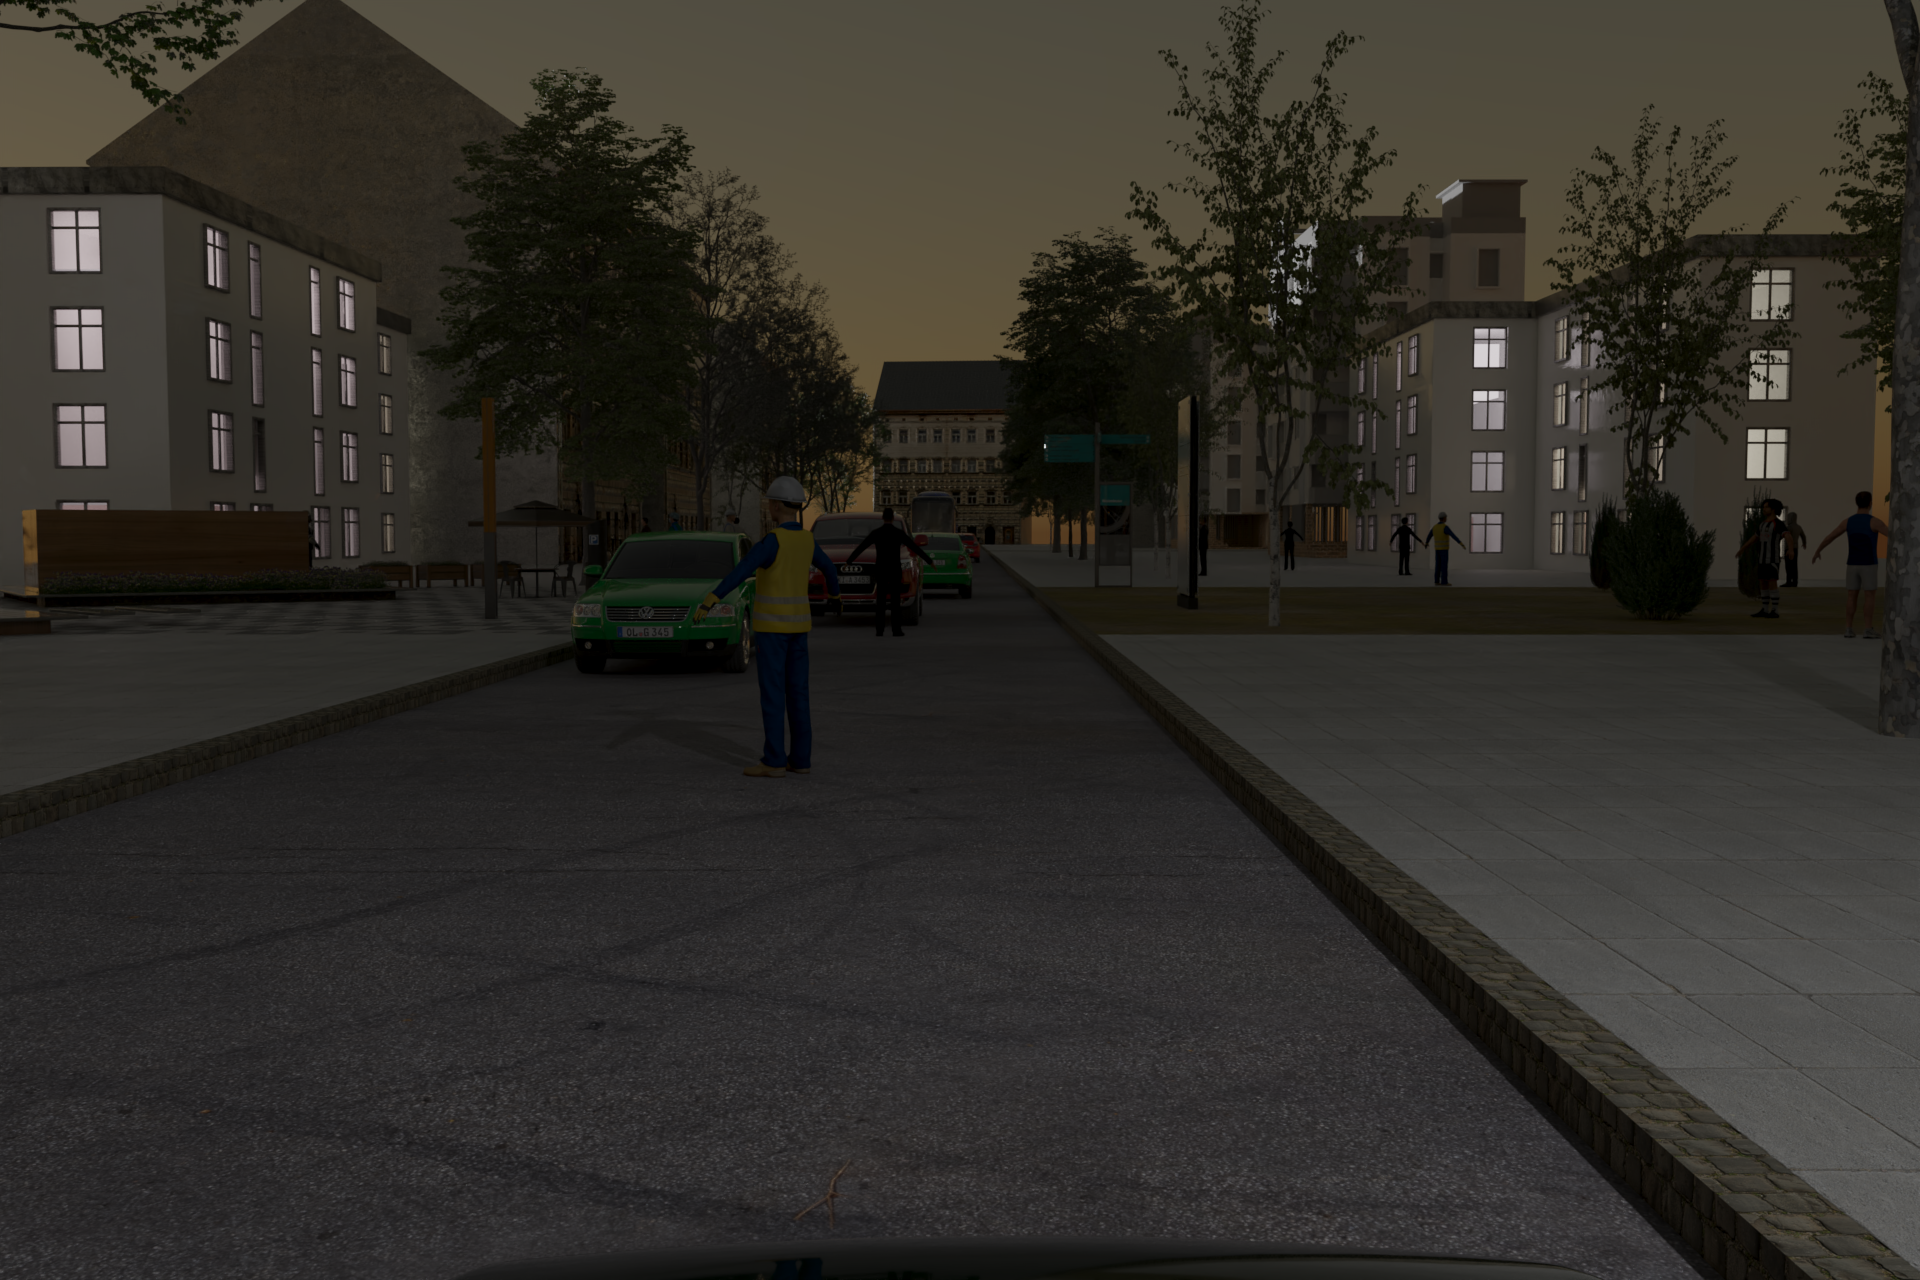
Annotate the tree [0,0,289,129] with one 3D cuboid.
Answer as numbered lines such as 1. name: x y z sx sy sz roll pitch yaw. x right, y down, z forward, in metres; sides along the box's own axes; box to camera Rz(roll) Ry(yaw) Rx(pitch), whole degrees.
1. tree: -9.022 -5.345 13.142 9.928 11.665 9.643 0 3 0

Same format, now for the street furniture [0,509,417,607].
1. street furniture: -14.343 -1.649 33.813 11.010 1.723 9.812 -2 4 -35

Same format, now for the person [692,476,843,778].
1. person: -1.108 -0.086 10.333 0.721 1.772 1.216 3 4 38

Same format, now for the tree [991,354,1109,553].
1. tree: 6.558 -12.949 118.369 9.857 13.997 8.962 0 3 0

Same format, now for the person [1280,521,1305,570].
1. person: 11.609 -3.330 61.164 1.216 1.740 0.721 0 4 -8

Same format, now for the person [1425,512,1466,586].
1. person: 11.970 -2.261 42.933 0.705 1.833 1.349 -2 4 -29

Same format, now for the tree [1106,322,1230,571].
1. tree: 7.015 -6.717 60.191 4.737 8.622 4.395 0 3 0

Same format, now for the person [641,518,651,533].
1. person: -10.131 -3.026 55.608 0.704 1.812 1.346 1 4 12

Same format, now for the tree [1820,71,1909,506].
1. tree: 14.682 -4.608 25.704 4.737 8.622 4.395 0 3 0

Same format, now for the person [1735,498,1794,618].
1. person: 12.362 -1.245 26.495 0.704 1.843 1.345 -1 4 -10

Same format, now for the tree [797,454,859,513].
1. tree: -16.640 -17.976 219.663 9.928 11.665 9.643 0 3 0

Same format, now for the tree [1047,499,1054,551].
1. tree: 6.546 -10.922 128.933 4.360 8.622 3.978 0 3 0

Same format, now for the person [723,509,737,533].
1. person: -5.169 -2.037 39.161 0.705 1.847 1.347 -1 4 -14

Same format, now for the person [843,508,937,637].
1. person: -0.997 -0.955 24.298 1.346 1.802 0.704 1 4 9

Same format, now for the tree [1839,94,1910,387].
1. tree: 21.481 -7.137 34.811 7.486 12.596 7.792 0 3 0

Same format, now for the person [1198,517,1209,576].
1. person: 7.441 -2.871 53.166 0.704 1.802 1.346 1 4 18

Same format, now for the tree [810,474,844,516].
1. tree: -15.777 -16.044 212.689 4.360 8.622 3.978 0 3 0

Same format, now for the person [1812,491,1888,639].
1. person: 11.126 -0.927 21.330 0.704 1.807 1.345 -3 4 -37

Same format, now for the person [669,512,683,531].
1. person: -7.054 -2.232 42.623 0.704 1.817 1.347 1 4 15

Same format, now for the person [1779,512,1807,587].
1. person: 20.074 -2.186 41.870 1.348 1.813 0.705 -2 4 -29

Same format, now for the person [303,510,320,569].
1. person: -15.678 -2.190 41.591 0.705 1.856 1.354 -3 4 -37

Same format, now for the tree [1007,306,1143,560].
1. tree: 6.098 -10.267 85.984 7.486 12.596 7.792 0 3 0

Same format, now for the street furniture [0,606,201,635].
1. street furniture: -17.021 -0.961 22.568 9.812 1.723 11.010 3 5 43

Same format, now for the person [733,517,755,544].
1. person: -6.859 -2.863 52.998 1.347 1.806 0.705 -2 4 -29

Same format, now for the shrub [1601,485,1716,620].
1. shrub: 10.477 -1.320 25.994 1.690 2.028 1.600 0 3 0

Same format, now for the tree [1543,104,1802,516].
1. tree: 12.356 -4.912 30.670 4.737 8.622 4.395 0 3 0

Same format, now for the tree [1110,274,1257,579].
1. tree: 5.863 -6.054 49.338 4.360 8.622 3.978 0 3 0

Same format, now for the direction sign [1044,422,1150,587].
1. direction sign: 3.275 -3.193 40.963 2.525 3.948 1.411 0 4 1

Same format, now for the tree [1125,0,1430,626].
1. tree: 4.337 -4.482 23.643 4.737 8.622 4.395 0 3 0

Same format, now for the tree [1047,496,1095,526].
1. tree: 15.709 -19.077 218.558 9.857 13.997 8.962 0 3 0

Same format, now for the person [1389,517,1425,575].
1. person: 13.841 -2.913 53.819 0.705 1.806 1.347 -3 4 -37
